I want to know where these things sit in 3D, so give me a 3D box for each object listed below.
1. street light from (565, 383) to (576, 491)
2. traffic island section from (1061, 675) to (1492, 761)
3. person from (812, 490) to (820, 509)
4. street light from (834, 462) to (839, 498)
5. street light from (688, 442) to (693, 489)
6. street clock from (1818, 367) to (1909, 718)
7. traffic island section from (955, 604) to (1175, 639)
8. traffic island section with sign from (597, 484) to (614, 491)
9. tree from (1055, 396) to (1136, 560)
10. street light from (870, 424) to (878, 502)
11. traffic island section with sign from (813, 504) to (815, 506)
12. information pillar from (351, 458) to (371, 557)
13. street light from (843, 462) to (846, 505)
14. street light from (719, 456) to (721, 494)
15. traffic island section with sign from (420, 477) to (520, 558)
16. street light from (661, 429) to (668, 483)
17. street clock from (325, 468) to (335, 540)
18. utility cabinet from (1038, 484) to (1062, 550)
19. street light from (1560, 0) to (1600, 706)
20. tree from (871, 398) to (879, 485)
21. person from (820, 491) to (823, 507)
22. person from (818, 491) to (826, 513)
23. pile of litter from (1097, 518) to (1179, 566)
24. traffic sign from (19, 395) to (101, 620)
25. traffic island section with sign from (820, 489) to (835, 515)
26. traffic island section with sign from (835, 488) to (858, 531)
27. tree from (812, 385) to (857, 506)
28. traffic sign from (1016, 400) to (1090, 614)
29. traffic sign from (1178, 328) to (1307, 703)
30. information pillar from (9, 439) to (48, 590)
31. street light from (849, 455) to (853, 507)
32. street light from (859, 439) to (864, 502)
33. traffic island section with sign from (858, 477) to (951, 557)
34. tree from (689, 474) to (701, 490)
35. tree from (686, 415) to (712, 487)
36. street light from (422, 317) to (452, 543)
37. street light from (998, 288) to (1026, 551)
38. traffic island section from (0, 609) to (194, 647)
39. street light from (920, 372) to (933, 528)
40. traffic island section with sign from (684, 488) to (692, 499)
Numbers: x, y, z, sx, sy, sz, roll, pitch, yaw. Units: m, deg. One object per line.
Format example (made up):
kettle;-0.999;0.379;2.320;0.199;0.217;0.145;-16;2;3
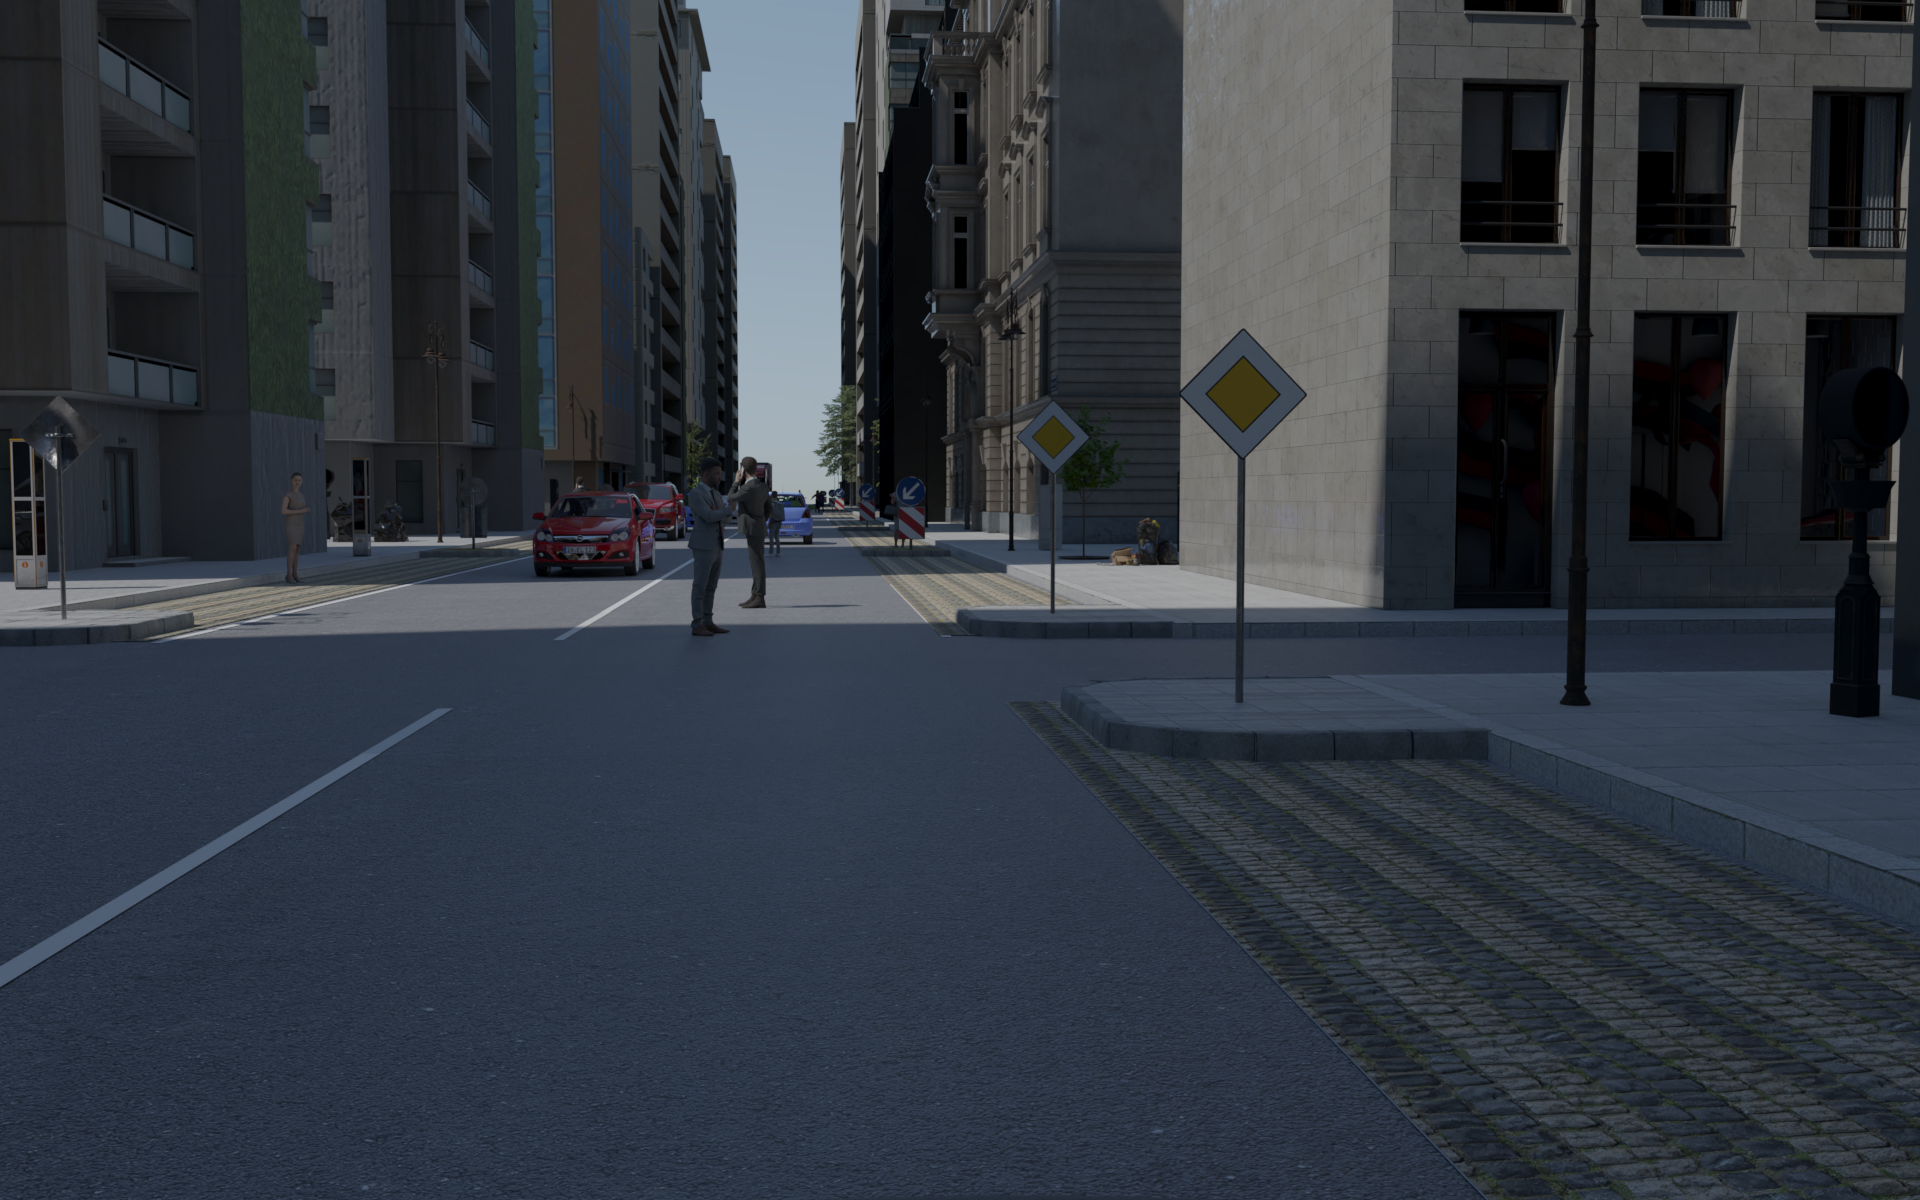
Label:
street light;-16.202;-6.103;72.579;0.468;5.910;1.993;0;4;-5
traffic island section;1.739;0.710;10.680;2.009;0.180;2.903;0;4;-5
person;-13.342;-9.436;162.872;1.348;1.812;0.705;-2;4;-35
street light;-18.250;-17.092;252.235;0.468;5.910;1.993;0;4;-5
street light;-23.095;-10.766;148.806;0.468;5.910;1.993;0;4;-5
street clock;5.186;-0.331;9.983;0.471;2.002;0.358;-2;4;-24
traffic island section;1.016;0.223;18.633;2.009;0.180;2.903;0;4;-5
traffic island section with sign;-13.691;-3.572;67.028;1.989;1.847;2.006;0;4;-5
tree;2.355;-2.410;34.008;1.663;3.219;1.824;0;3;0
street light;-5.732;-8.694;114.927;0.468;5.910;1.993;0;4;-5
traffic island section with sign;-15.813;-11.703;199.978;1.989;1.847;2.006;0;4;-5
information pillar;-12.297;-1.900;35.563;0.304;2.012;0.304;0;4;-5
street light;-13.206;-13.748;197.569;0.468;5.910;1.993;0;4;-5
street light;-28.274;-14.148;204.105;0.468;5.910;1.993;0;4;-5
traffic island section with sign;-11.198;-1.902;39.728;1.989;1.847;2.006;0;4;-5
street light;-20.627;-9.058;120.878;0.468;5.910;1.993;0;4;-5
street clock;-17.875;-2.706;48.806;0.471;2.002;0.358;0;4;-7
utility cabinet;2.072;-1.904;39.812;0.318;1.500;1.173;1;4;16
street light;3.752;-2.299;10.383;0.468;5.910;1.993;0;4;-5
tree;-3.504;-9.324;102.815;4.737;8.622;4.395;0;3;0
person;-15.642;-11.415;195.162;0.705;1.821;1.348;-1;4;-9
person;-10.527;-7.494;131.941;0.541;1.710;0.530;3;5;44
pile of litter;3.260;-1.069;31.441;1.719;0.858;1.176;-1;4;-9
traffic sign;-9.161;-0.857;17.654;0.795;2.450;0.064;0;4;-5
traffic island section with sign;-8.308;-6.661;117.538;1.989;1.847;2.006;0;4;-5
traffic island section with sign;-3.752;-3.599;67.468;1.989;1.847;2.006;0;4;-5
tree;-11.555;-16.067;180.828;7.486;12.596;7.792;0;3;0
traffic sign;0.993;-0.912;18.553;0.795;2.450;0.064;0;4;-5
traffic sign;1.717;-0.426;10.601;0.795;2.450;0.064;0;4;-5
information pillar;-12.496;-1.147;23.252;0.304;2.012;0.304;0;3;0
street light;-10.638;-12.015;169.238;0.468;5.910;1.993;0;4;-5
street light;-8.129;-10.359;142.151;0.468;5.910;1.993;0;4;-5
traffic island section with sign;-1.288;-1.932;40.224;1.989;1.847;2.006;0;4;-5
tree;-25.498;-10.649;168.714;1.663;3.219;1.824;0;3;0
tree;-25.411;-12.978;162.548;4.737;8.622;4.395;0;3;0
street light;-13.702;-4.446;45.479;0.468;5.910;1.993;0;4;-5
street light;1.159;-4.047;38.951;0.468;5.910;1.993;0;4;-5
traffic island section;-9.184;0.279;17.713;2.009;0.180;2.903;0;4;-5
street light;-1.281;-5.698;65.949;0.468;5.910;1.993;0;4;-5
traffic island section with sign;-18.157;-6.581;116.223;1.989;1.847;2.006;0;4;-5
